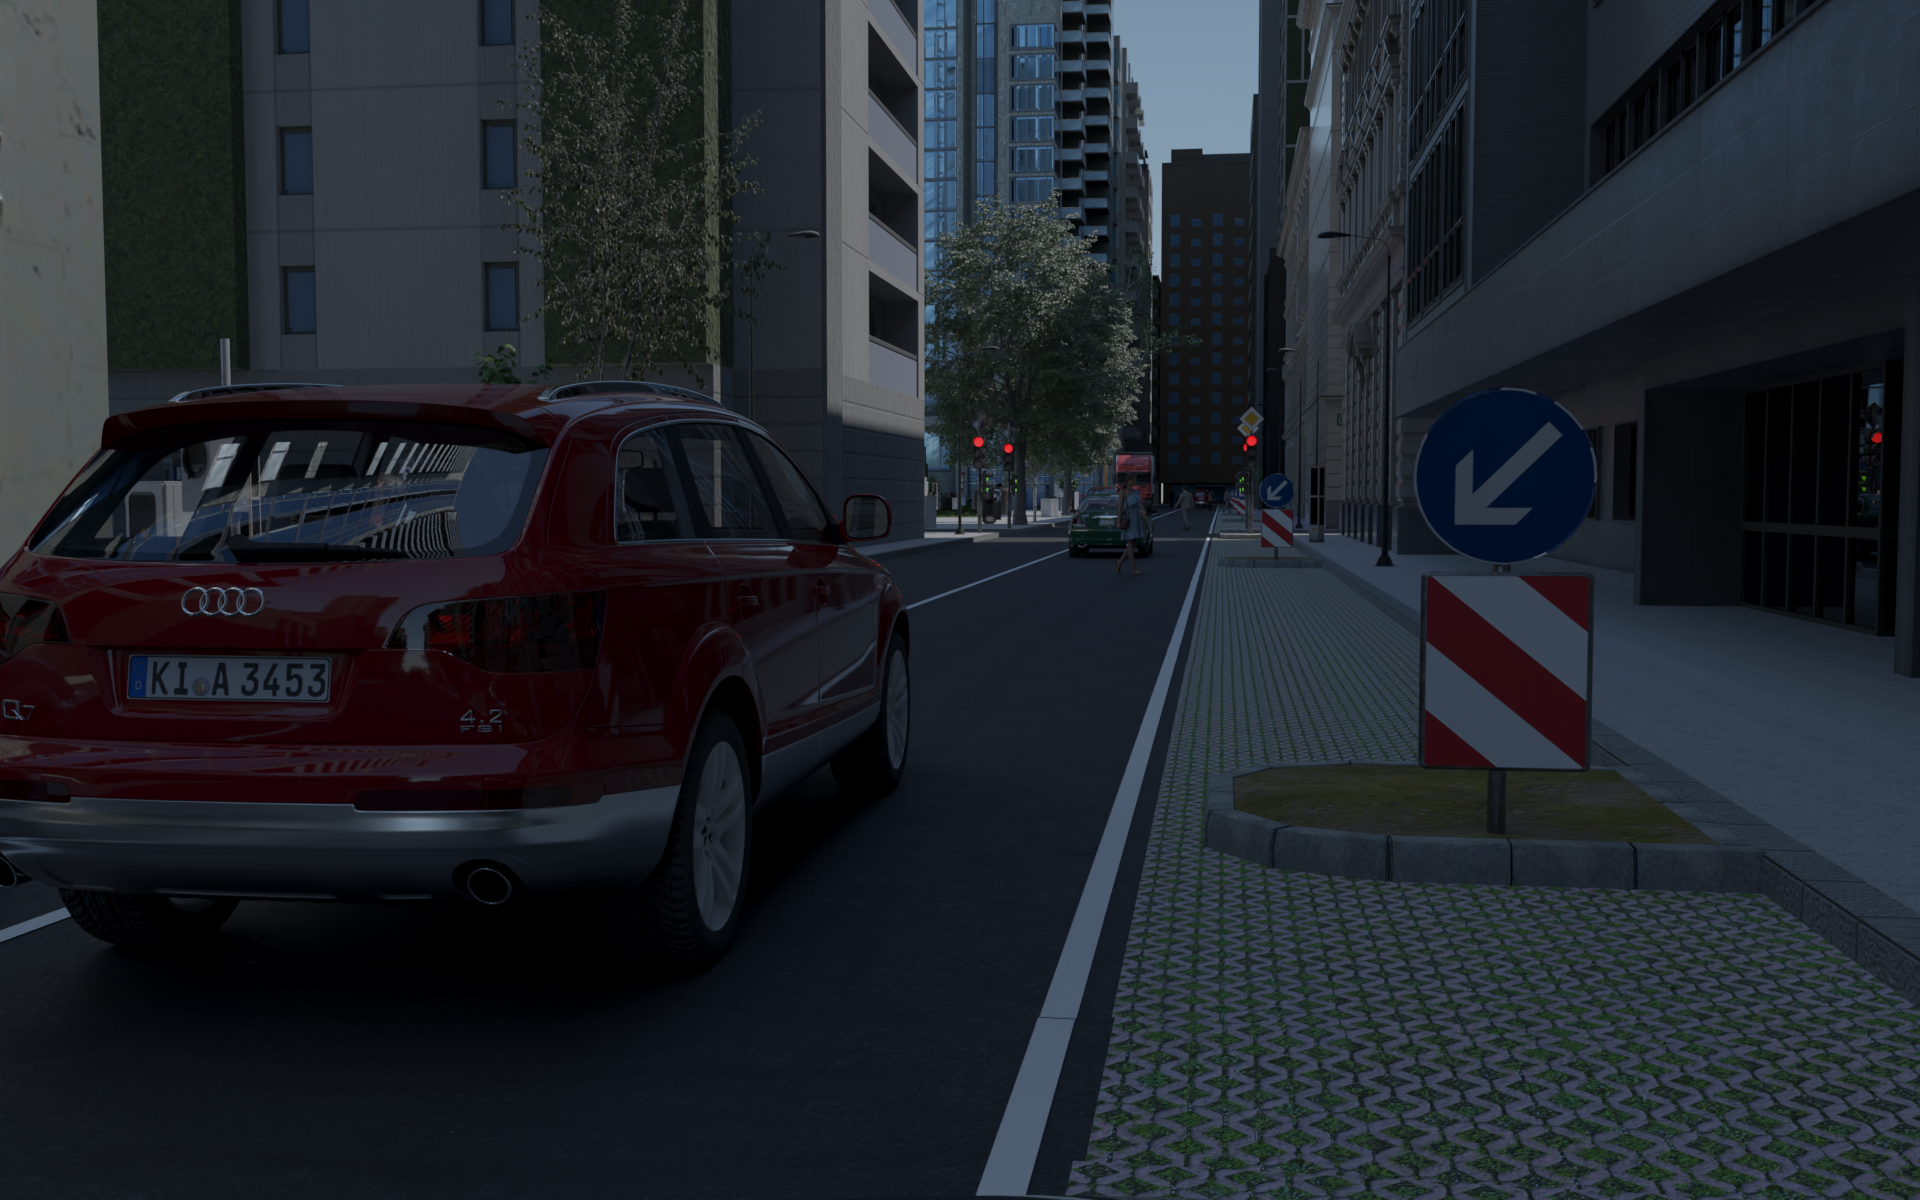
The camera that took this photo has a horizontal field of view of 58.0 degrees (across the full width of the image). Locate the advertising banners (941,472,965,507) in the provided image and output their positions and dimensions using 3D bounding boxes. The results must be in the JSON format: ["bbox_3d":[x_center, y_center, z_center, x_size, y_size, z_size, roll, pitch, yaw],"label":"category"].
[{"bbox_3d":[-0.572,-8.659,137.764,2.074,3.025,0.090,-1,4,-13],"label":"advertising banners"}]

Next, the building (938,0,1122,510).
[{"bbox_3d":[3.750,-51.487,154.490,22.319,86.520,31.000,1,4,9],"label":"building"}]

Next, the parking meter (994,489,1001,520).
[{"bbox_3d":[1.860,-4.733,85.795,0.372,1.533,0.369,0,3,0],"label":"parking meter"}]

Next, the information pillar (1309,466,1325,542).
[{"bbox_3d":[9.521,-2.549,46.176,0.304,2.012,0.304,3,5,44],"label":"information pillar"}]

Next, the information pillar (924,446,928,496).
[{"bbox_3d":[-1.849,-5.715,84.799,0.504,3.616,0.183,3,5,39],"label":"information pillar"}]

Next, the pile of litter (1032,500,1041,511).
[{"bbox_3d":[6.428,-7.360,134.299,1.719,0.858,1.176,0,4,0],"label":"pile of litter"}]

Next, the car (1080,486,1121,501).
[{"bbox_3d":[7.207,-4.779,86.806,2.281,1.827,5.304,1,4,10],"label":"car"}]

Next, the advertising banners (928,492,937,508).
[{"bbox_3d":[-2.315,-6.316,99.450,2.074,3.025,0.090,1,4,22],"label":"advertising banners"}]

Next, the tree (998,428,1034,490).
[{"bbox_3d":[4.503,-10.294,118.671,4.360,8.622,3.978,0,3,0],"label":"tree"}]

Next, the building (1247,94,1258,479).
[{"bbox_3d":[44.196,-35.221,199.569,21.300,48.544,21.600,1,4,9],"label":"building"}]

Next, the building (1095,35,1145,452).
[{"bbox_3d":[8.228,-34.640,185.978,23.786,49.044,30.456,1,4,9],"label":"building"}]

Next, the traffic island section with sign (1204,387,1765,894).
[{"bbox_3d":[2.038,0.085,7.241,1.989,1.847,2.006,1,4,9],"label":"traffic island section with sign"}]

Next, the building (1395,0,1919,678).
[{"bbox_3d":[13.595,-12.225,18.942,14.314,24.678,30.058,1,4,9],"label":"building"}]

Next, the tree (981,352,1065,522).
[{"bbox_3d":[3.263,-7.888,79.329,4.737,8.622,4.395,0,3,0],"label":"tree"}]

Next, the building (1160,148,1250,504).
[{"bbox_3d":[33.685,-35.285,227.026,14.200,45.320,14.600,1,4,9],"label":"building"}]

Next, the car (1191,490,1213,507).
[{"bbox_3d":[23.587,-9.823,169.280,2.281,1.827,5.304,1,4,8],"label":"car"}]

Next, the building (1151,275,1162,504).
[{"bbox_3d":[19.686,-28.004,229.566,14.107,30.474,14.160,1,4,9],"label":"building"}]

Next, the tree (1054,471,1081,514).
[{"bbox_3d":[6.989,-7.121,111.027,1.663,3.219,1.824,0,3,0],"label":"tree"}]

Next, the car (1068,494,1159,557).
[{"bbox_3d":[3.588,-1.770,40.732,2.131,1.459,4.920,1,4,8],"label":"car"}]

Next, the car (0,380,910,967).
[{"bbox_3d":[-1.510,0.108,6.900,2.281,1.827,5.304,0,4,8],"label":"car"}]

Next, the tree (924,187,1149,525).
[{"bbox_3d":[2.387,-10.090,71.621,9.857,13.997,8.962,0,3,0],"label":"tree"}]

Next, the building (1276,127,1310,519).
[{"bbox_3d":[26.313,-16.787,110.629,11.583,22.565,21.152,1,4,9],"label":"building"}]

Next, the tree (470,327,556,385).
[{"bbox_3d":[-5.333,-1.567,20.222,1.663,3.219,1.824,0,3,0],"label":"tree"}]

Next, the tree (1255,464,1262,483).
[{"bbox_3d":[25.410,-9.594,140.568,4.285,4.588,4.351,0,3,0],"label":"tree"}]

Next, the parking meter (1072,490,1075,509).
[{"bbox_3d":[6.629,-5.783,102.960,0.372,1.533,0.369,0,3,0],"label":"parking meter"}]

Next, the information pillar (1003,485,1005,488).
[{"bbox_3d":[3.271,-7.951,134.492,0.304,2.012,0.304,3,5,45],"label":"information pillar"}]

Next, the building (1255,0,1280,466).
[{"bbox_3d":[40.578,-38.695,174.668,21.231,58.520,28.212,1,4,9],"label":"building"}]

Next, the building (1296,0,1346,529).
[{"bbox_3d":[35.746,-17.777,67.076,44.131,29.872,17.030,1,4,9],"label":"building"}]

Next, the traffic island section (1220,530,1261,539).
[{"bbox_3d":[9.372,-2.046,55.739,2.009,0.180,2.903,1,4,9],"label":"traffic island section"}]

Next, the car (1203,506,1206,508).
[{"bbox_3d":[24.553,-10.433,179.380,1.959,1.807,4.718,1,4,10],"label":"car"}]

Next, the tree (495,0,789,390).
[{"bbox_3d":[-4.848,-4.576,25.183,4.360,8.622,3.978,0,3,0],"label":"tree"}]

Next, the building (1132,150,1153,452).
[{"bbox_3d":[15.988,-32.087,208.209,14.086,41.232,14.154,1,4,9],"label":"building"}]

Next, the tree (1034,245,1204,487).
[{"bbox_3d":[11.639,-16.836,131.161,12.611,20.169,13.585,0,3,0],"label":"tree"}]

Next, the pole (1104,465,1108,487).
[{"bbox_3d":[9.838,-7.517,116.741,0.158,3.312,0.155,0,3,0],"label":"pole"}]

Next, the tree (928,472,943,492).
[{"bbox_3d":[-2.363,-8.879,139.774,1.663,3.219,1.824,0,3,0],"label":"tree"}]

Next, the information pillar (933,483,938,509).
[{"bbox_3d":[-1.660,-6.812,115.861,0.304,2.012,0.304,0,4,7],"label":"information pillar"}]

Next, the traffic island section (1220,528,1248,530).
[{"bbox_3d":[10.567,-2.529,63.635,2.009,0.180,2.903,1,4,9],"label":"traffic island section"}]

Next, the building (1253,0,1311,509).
[{"bbox_3d":[36.092,-43.549,150.274,20.563,71.187,20.611,1,4,9],"label":"building"}]

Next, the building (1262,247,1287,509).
[{"bbox_3d":[28.990,-18.299,128.868,12.332,23.373,15.834,1,4,9],"label":"building"}]
